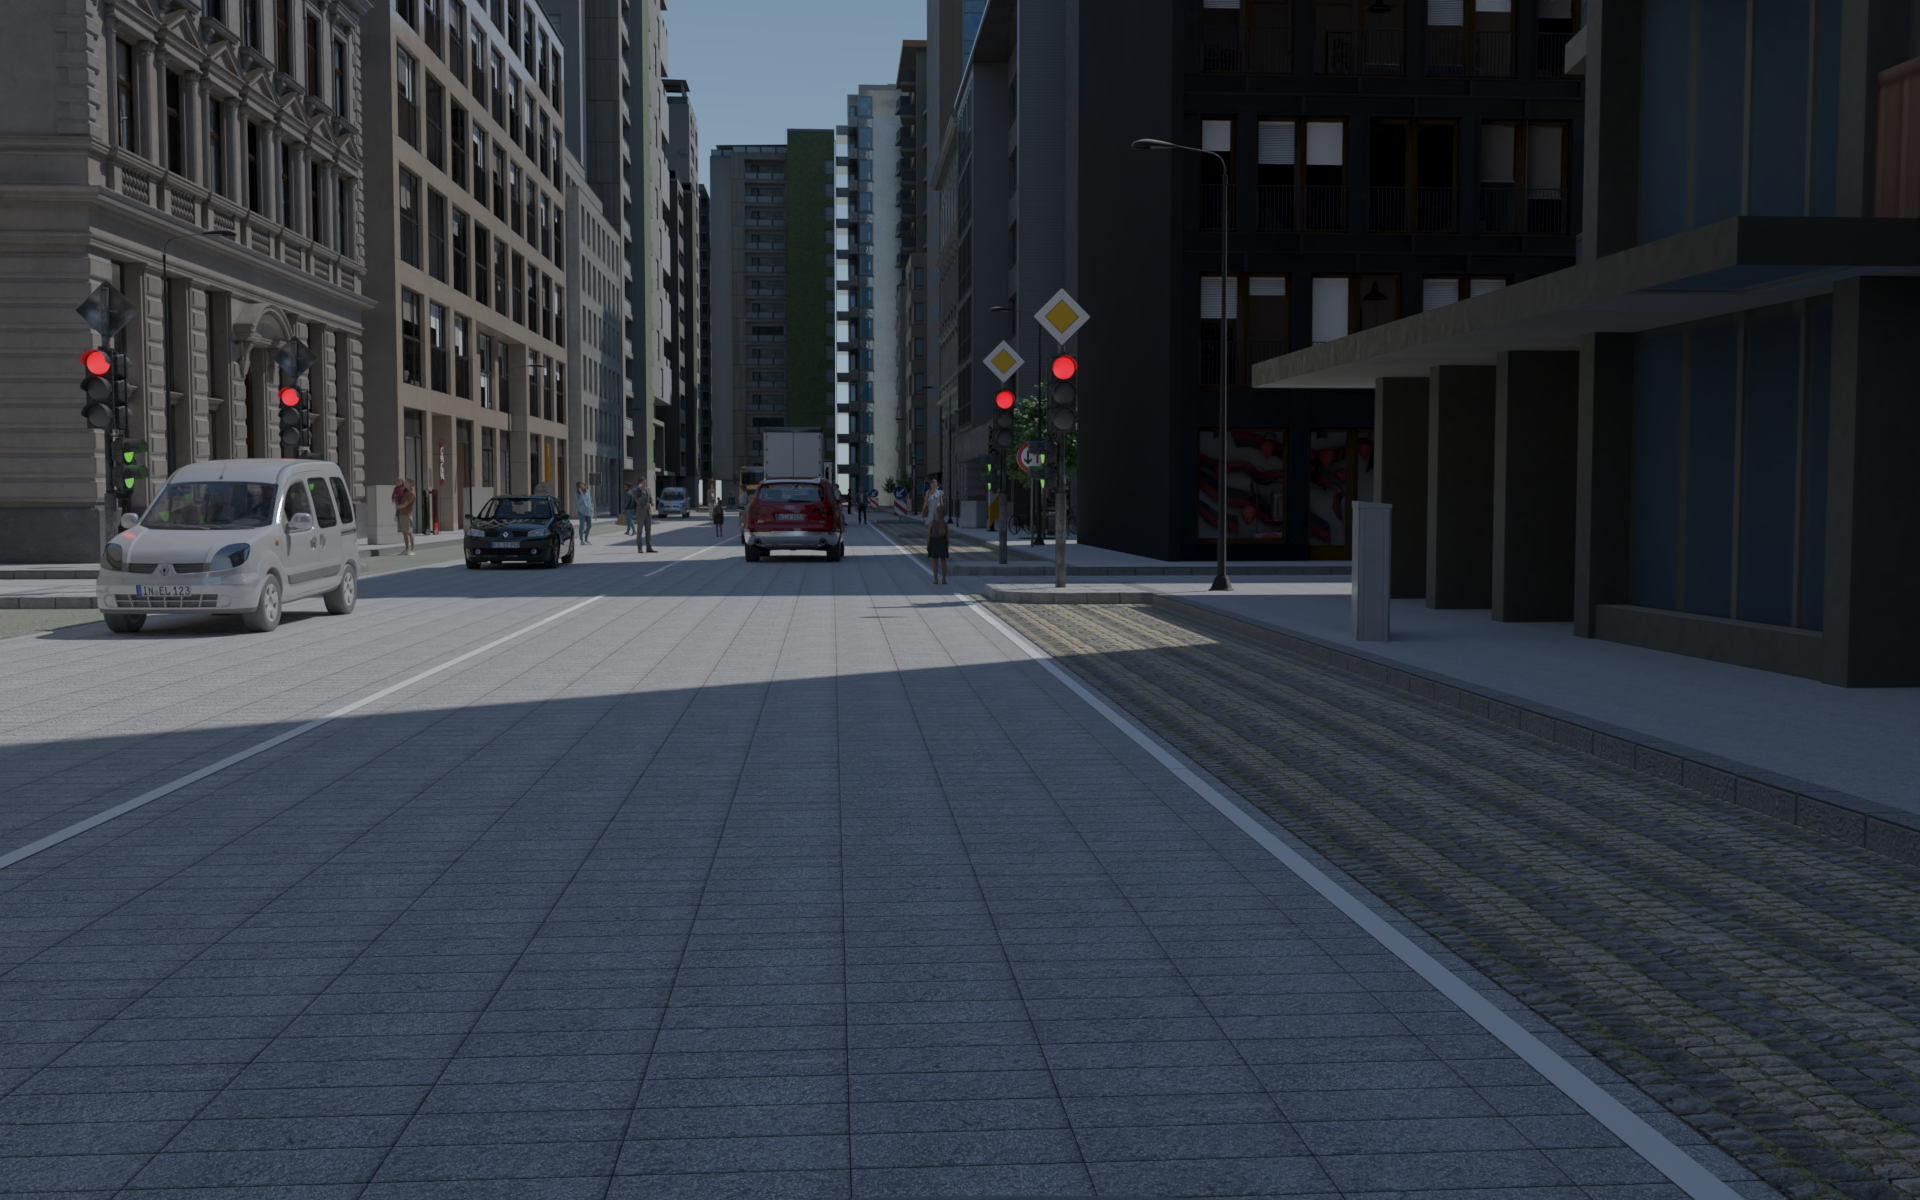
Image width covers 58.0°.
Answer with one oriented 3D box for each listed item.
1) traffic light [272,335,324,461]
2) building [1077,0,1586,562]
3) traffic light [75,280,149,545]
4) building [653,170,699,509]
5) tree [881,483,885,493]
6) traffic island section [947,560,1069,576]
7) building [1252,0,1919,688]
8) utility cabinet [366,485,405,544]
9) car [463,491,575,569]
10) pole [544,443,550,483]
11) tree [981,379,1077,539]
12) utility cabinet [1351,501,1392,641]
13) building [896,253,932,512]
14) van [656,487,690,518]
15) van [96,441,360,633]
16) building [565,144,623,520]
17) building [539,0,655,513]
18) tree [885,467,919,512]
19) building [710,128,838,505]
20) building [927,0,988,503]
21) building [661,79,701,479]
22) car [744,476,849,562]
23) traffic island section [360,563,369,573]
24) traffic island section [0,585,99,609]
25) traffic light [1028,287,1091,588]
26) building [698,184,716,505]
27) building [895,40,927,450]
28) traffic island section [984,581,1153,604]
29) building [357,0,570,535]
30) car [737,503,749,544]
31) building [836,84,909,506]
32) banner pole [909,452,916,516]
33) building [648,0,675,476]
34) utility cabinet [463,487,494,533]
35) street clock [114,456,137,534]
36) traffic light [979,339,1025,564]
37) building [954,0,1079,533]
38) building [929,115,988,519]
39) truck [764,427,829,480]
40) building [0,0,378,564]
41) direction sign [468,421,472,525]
[{"bbox_3d":[-11.754,-2.556,30.712,0.839,4.253,0.868,0,4,-4],"label":"traffic light"},{"bbox_3d":[11.369,-12.787,38.742,15.834,23.373,12.332,0,4,-4],"label":"building"},{"bbox_3d":[-11.163,-2.069,22.749,0.839,4.253,0.868,0,4,-4],"label":"traffic light"},{"bbox_3d":[-30.859,-23.353,153.515,14.160,30.474,14.107,0,4,-4],"label":"building"},{"bbox_3d":[-6.605,-10.185,161.127,1.663,3.219,1.824,0,3,0],"label":"tree"},{"bbox_3d":[0.813,-0.580,31.770,2.009,0.180,2.903,0,4,-4],"label":"traffic island section"},{"bbox_3d":[15.633,-21.634,8.344,22.147,44.769,28.867,0,4,-4],"label":"building"},{"bbox_3d":[-14.627,-2.168,44.121,0.318,1.500,1.173,1,4,18],"label":"utility cabinet"},{"bbox_3d":[-8.724,-1.508,34.448,2.009,1.686,4.222,0,4,-6],"label":"car"},{"bbox_3d":[-16.629,-4.647,69.817,0.158,3.312,0.155,0,3,0],"label":"pole"},{"bbox_3d":[2.324,-4.027,49.559,4.285,4.588,4.351,0,3,0],"label":"tree"},{"bbox_3d":[3.696,-0.269,15.556,0.306,1.237,1.020,1,4,10],"label":"utility cabinet"},{"bbox_3d":[9.212,-18.022,139.693,27.650,21.520,28.899,0,4,-4],"label":"building"},{"bbox_3d":[-17.023,-5.878,103.118,2.013,2.044,4.112,0,4,-5],"label":"van"},{"bbox_3d":[-8.031,-0.749,19.253,2.013,2.044,4.112,0,4,-3],"label":"van"},{"bbox_3d":[-24.611,-14.621,93.800,10.420,20.320,16.860,0,4,-4],"label":"building"},{"bbox_3d":[-27.612,-26.173,111.525,14.154,41.232,14.086,0,4,-4],"label":"building"},{"bbox_3d":[-3.939,-7.884,123.498,1.663,3.219,1.824,0,3,0],"label":"tree"},{"bbox_3d":[-21.060,-31.387,196.767,14.086,41.232,14.154,0,4,-4],"label":"building"},{"bbox_3d":[5.053,-28.539,116.719,14.600,45.320,14.200,0,4,-4],"label":"building"},{"bbox_3d":[-33.275,-29.935,173.035,14.086,41.232,14.154,0,4,-4],"label":"building"},{"bbox_3d":[-3.598,-1.805,38.191,2.281,1.827,5.304,0,4,-2],"label":"car"},{"bbox_3d":[-11.795,-0.524,30.843,2.009,0.180,2.903,0,4,-4],"label":"traffic island section"},{"bbox_3d":[-11.204,-0.037,22.880,2.009,0.180,2.903,0,4,-4],"label":"traffic island section"},{"bbox_3d":[1.363,-2.127,23.690,0.839,4.253,0.868,0,4,-4],"label":"traffic light"},{"bbox_3d":[-40.833,-31.346,204.383,23.993,40.220,32.217,0,4,-4],"label":"building"},{"bbox_3d":[4.996,-31.381,167.697,22.147,44.769,28.867,0,4,-4],"label":"building"},{"bbox_3d":[1.403,-0.093,23.807,2.009,0.180,2.903,0,4,-4],"label":"traffic island section"},{"bbox_3d":[-27.717,-16.095,67.672,19.350,26.468,34.151,0,4,-4],"label":"building"},{"bbox_3d":[-5.527,-2.408,51.164,2.131,1.459,4.920,0,4,-6],"label":"car"},{"bbox_3d":[0.801,-35.674,202.881,30.456,49.044,23.786,0,4,-4],"label":"building"},{"bbox_3d":[-2.777,-6.905,102.909,0.401,3.779,0.863,-1,4,-19],"label":"banner pole"},{"bbox_3d":[-36.562,-33.155,131.320,28.713,52.752,27.495,0,4,-4],"label":"building"},{"bbox_3d":[-15.820,-2.948,56.884,0.318,1.500,1.173,2,4,24],"label":"utility cabinet"},{"bbox_3d":[-14.886,-1.608,30.853,0.471,2.002,0.358,2,4,29],"label":"street clock"},{"bbox_3d":[0.772,-2.614,31.653,0.839,4.253,0.868,0,4,-4],"label":"traffic light"},{"bbox_3d":[7.882,-15.440,71.516,14.314,24.678,30.058,0,4,-4],"label":"building"},{"bbox_3d":[4.347,-16.396,96.953,11.050,23.489,19.941,0,4,-4],"label":"building"},{"bbox_3d":[-7.384,-5.472,78.378,2.839,4.237,11.283,0,4,-4],"label":"truck"},{"bbox_3d":[-21.316,-12.919,40.096,11.050,23.489,19.941,0,4,-4],"label":"building"},{"bbox_3d":[-15.279,-3.796,54.068,0.379,3.537,0.876,-1,4,-20],"label":"direction sign"}]
